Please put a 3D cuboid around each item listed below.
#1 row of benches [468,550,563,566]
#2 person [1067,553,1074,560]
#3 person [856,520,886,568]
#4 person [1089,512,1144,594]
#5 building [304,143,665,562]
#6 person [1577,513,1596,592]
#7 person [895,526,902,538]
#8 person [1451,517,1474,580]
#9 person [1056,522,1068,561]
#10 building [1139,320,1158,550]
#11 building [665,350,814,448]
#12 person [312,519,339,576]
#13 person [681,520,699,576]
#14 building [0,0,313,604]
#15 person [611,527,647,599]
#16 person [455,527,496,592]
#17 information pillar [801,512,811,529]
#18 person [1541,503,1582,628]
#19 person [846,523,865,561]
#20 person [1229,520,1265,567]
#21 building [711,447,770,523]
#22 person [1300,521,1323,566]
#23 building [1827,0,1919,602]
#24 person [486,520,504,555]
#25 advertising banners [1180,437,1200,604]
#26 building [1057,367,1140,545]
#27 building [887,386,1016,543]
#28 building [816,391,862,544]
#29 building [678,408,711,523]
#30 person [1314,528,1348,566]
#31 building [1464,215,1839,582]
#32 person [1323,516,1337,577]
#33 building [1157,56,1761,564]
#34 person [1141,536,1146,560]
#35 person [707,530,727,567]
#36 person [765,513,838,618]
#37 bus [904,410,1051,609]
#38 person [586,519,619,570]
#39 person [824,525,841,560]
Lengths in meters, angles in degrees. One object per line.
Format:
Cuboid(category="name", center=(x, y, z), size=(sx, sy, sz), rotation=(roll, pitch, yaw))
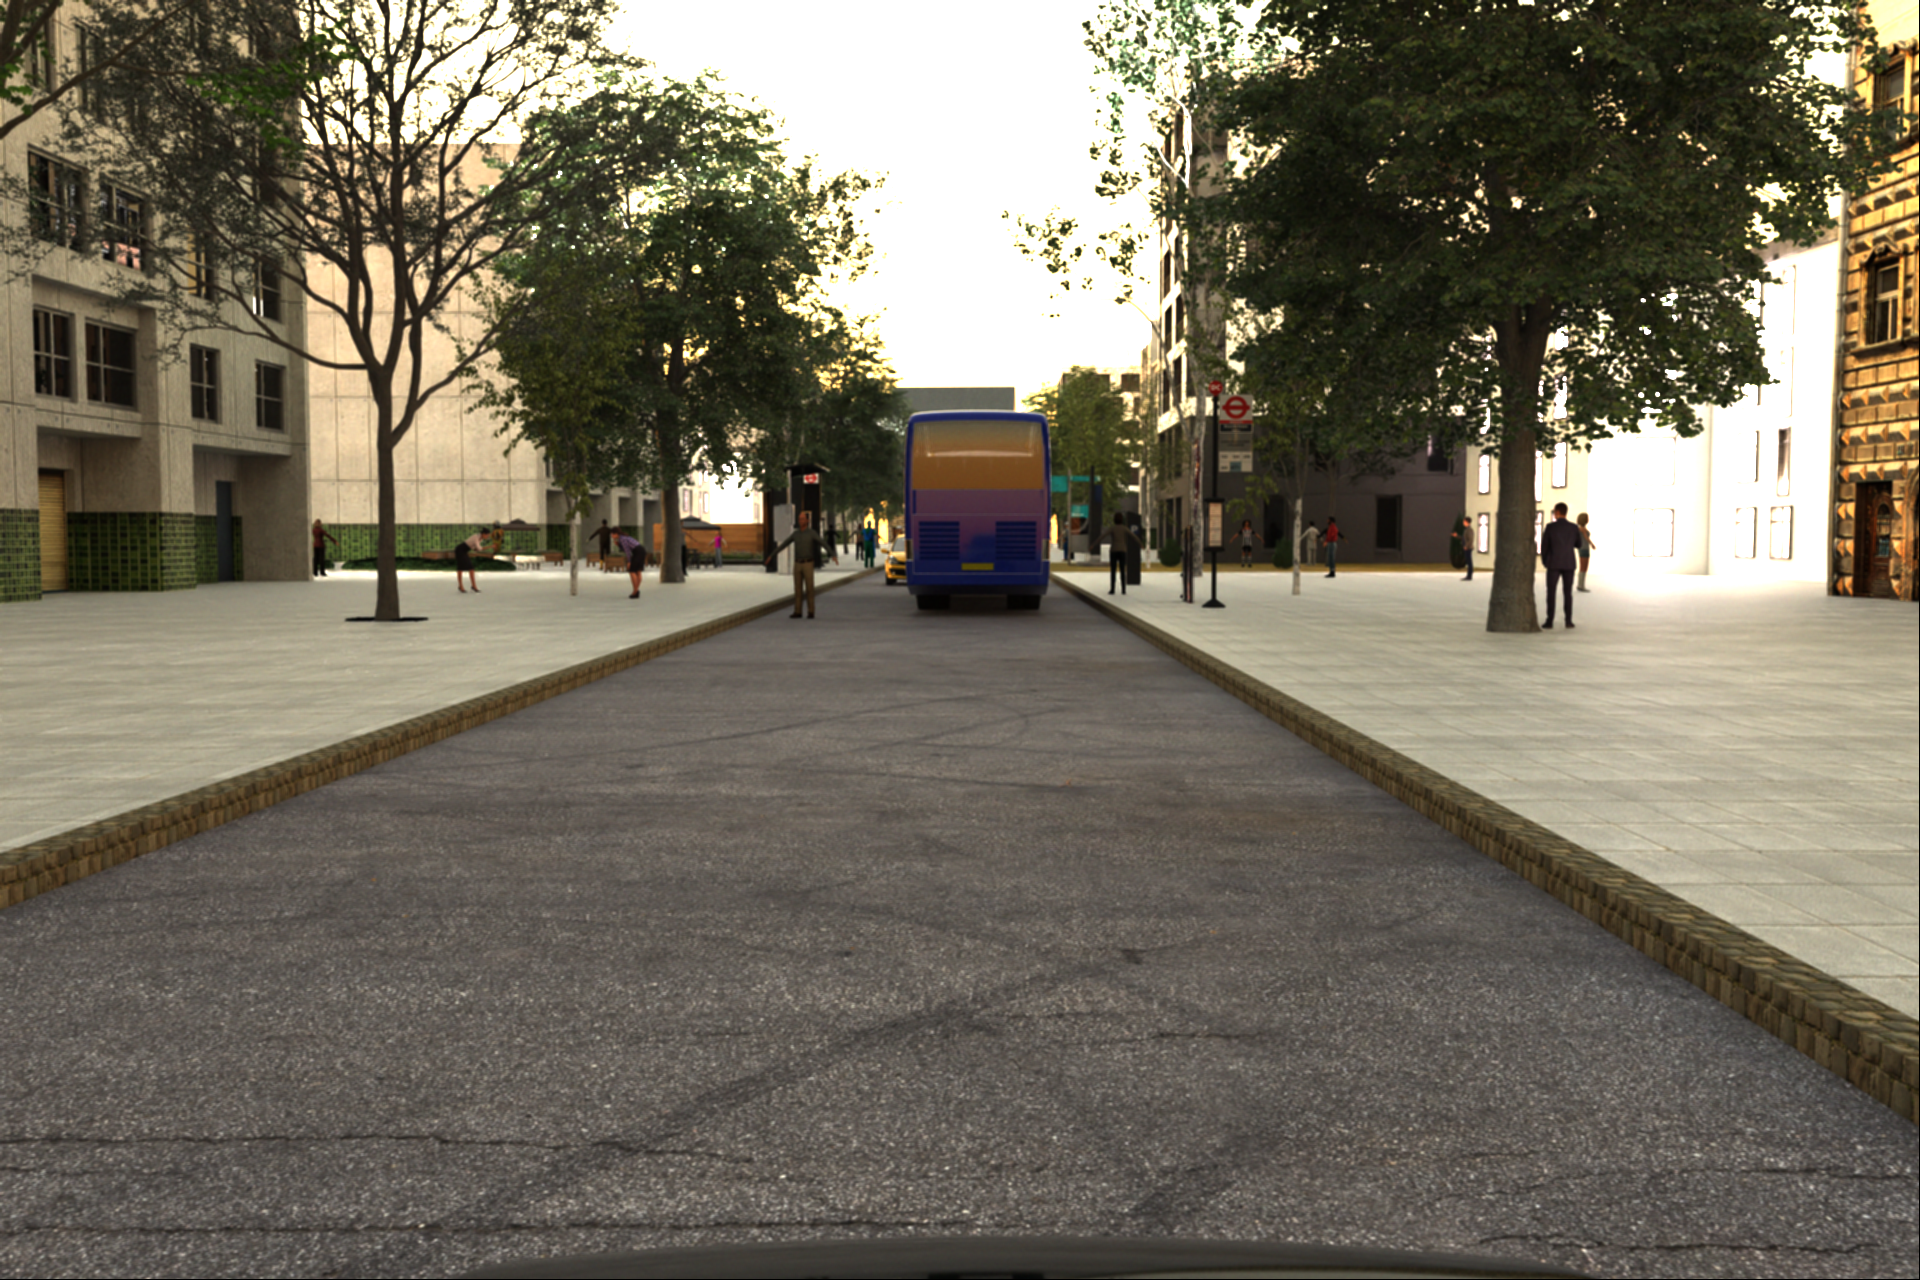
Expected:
Cuboid(category="row of benches", center=(-17.536, -3.231, 68.287), size=(4.104, 0.672, 1.422), rotation=(-3, 4, -37))
Cuboid(category="person", center=(5.556, -4.936, 86.897), size=(0.705, 1.806, 1.347), rotation=(-2, 4, -24))
Cuboid(category="person", center=(-3.399, -3.624, 65.386), size=(1.347, 1.817, 0.704), rotation=(2, 4, 29))
Cuboid(category="person", center=(3.364, -1.853, 37.063), size=(1.215, 1.744, 0.721), rotation=(-1, 4, -9))
Cuboid(category="building", center=(-27.385, -13.944, 94.446), size=(16.747, 18.905, 31.486), rotation=(0, 4, 1))
Cuboid(category="person", center=(13.936, -1.949, 38.471), size=(0.721, 1.753, 1.214), rotation=(1, 4, 8))
Cuboid(category="person", center=(-2.363, -3.737, 70.013), size=(0.721, 1.772, 1.216), rotation=(1, 4, 19))
Cuboid(category="person", center=(13.953, -2.543, 48.154), size=(0.750, 1.759, 0.617), rotation=(2, 4, 29))
Cuboid(category="person", center=(5.034, -4.644, 81.784), size=(0.705, 1.847, 1.347), rotation=(3, 5, 45))
Cuboid(category="building", center=(24.012, -16.485, 135.993), size=(16.747, 18.905, 31.486), rotation=(0, 4, 0))
Cuboid(category="building", center=(-26.317, -22.767, 203.175), size=(19.493, 23.208, 18.063), rotation=(0, 4, 0))
Cuboid(category="person", center=(-19.437, -2.803, 52.635), size=(1.215, 1.729, 0.721), rotation=(1, 4, 13))
Cuboid(category="person", center=(-8.535, -2.839, 53.222), size=(1.217, 1.737, 0.721), rotation=(-3, 5, -44))
Cuboid(category="building", center=(-26.056, -10.072, 31.137), size=(16.747, 18.905, 31.486), rotation=(0, 3, 0))
Cuboid(category="person", center=(-6.591, -1.542, 34.482), size=(0.697, 1.427, 0.421), rotation=(0, 4, -7))
Cuboid(category="person", center=(-10.685, -1.766, 38.112), size=(0.799, 1.438, 0.628), rotation=(-2, 4, -34))
Cuboid(category="information pillar", center=(-5.010, -3.183, 56.536), size=(0.304, 2.012, 0.304), rotation=(0, 4, 1))
Cuboid(category="person", center=(8.205, -1.020, 23.646), size=(0.541, 1.710, 0.530), rotation=(1, 4, 15))
Cuboid(category="person", center=(-4.850, -4.759, 83.942), size=(1.348, 1.813, 0.705), rotation=(-1, 4, -13))
Cuboid(category="person", center=(11.095, -3.723, 67.013), size=(1.345, 1.843, 0.704), rotation=(0, 4, 2))
Cuboid(category="building", center=(-24.243, -14.568, 180.341), size=(9.099, 9.664, 28.070), rotation=(0, 4, 1))
Cuboid(category="person", center=(14.326, -3.945, 70.689), size=(1.347, 1.806, 0.705), rotation=(-2, 4, -27))
Cuboid(category="building", center=(27.288, -11.950, 26.305), size=(19.493, 23.208, 18.063), rotation=(0, 3, 0))
Cuboid(category="person", center=(-19.022, -3.995, 71.090), size=(0.705, 1.858, 1.354), rotation=(-3, 5, -43))
Cuboid(category="advertising banners", center=(4.290, -2.208, 32.283), size=(0.090, 3.025, 2.074), rotation=(0, 4, 0))
Cuboid(category="building", center=(26.574, -23.464, 227.606), size=(27.936, 21.610, 32.646), rotation=(0, 4, 1))
Cuboid(category="building", center=(-0.851, -25.848, 256.002), size=(18.063, 23.208, 19.493), rotation=(0, 4, 4))
Cuboid(category="building", center=(-22.368, -22.251, 230.257), size=(16.747, 18.905, 31.486), rotation=(0, 4, 1))
Cuboid(category="building", center=(-22.555, -11.262, 126.280), size=(9.099, 9.664, 28.070), rotation=(0, 4, 1))
Cuboid(category="person", center=(14.767, -3.858, 69.014), size=(1.347, 1.837, 0.705), rotation=(0, 4, 6))
Cuboid(category="building", center=(23.981, -6.823, 53.706), size=(9.099, 9.664, 28.070), rotation=(0, 4, 1))
Cuboid(category="person", center=(10.989, -2.768, 51.373), size=(0.704, 1.816, 1.345), rotation=(1, 4, 21))
Cuboid(category="building", center=(24.107, -15.098, 90.834), size=(27.936, 21.610, 32.646), rotation=(0, 4, 1))
Cuboid(category="person", center=(8.705, -4.832, 84.778), size=(0.705, 1.856, 1.354), rotation=(-2, 4, -28))
Cuboid(category="person", center=(-9.372, -3.522, 66.854), size=(0.991, 1.433, 0.599), rotation=(2, 4, 33))
Cuboid(category="person", center=(-2.674, -1.273, 29.547), size=(1.348, 1.796, 0.705), rotation=(1, 4, 18))
Cuboid(category="bus", center=(0.403, -2.707, 35.806), size=(2.896, 3.916, 12.251), rotation=(0, 4, 1))
Cuboid(category="person", center=(-12.738, -3.425, 62.134), size=(1.346, 1.812, 0.704), rotation=(-1, 4, -9))
Cuboid(category="person", center=(-6.304, -4.734, 84.114), size=(1.216, 1.740, 0.721), rotation=(-2, 4, -28))
